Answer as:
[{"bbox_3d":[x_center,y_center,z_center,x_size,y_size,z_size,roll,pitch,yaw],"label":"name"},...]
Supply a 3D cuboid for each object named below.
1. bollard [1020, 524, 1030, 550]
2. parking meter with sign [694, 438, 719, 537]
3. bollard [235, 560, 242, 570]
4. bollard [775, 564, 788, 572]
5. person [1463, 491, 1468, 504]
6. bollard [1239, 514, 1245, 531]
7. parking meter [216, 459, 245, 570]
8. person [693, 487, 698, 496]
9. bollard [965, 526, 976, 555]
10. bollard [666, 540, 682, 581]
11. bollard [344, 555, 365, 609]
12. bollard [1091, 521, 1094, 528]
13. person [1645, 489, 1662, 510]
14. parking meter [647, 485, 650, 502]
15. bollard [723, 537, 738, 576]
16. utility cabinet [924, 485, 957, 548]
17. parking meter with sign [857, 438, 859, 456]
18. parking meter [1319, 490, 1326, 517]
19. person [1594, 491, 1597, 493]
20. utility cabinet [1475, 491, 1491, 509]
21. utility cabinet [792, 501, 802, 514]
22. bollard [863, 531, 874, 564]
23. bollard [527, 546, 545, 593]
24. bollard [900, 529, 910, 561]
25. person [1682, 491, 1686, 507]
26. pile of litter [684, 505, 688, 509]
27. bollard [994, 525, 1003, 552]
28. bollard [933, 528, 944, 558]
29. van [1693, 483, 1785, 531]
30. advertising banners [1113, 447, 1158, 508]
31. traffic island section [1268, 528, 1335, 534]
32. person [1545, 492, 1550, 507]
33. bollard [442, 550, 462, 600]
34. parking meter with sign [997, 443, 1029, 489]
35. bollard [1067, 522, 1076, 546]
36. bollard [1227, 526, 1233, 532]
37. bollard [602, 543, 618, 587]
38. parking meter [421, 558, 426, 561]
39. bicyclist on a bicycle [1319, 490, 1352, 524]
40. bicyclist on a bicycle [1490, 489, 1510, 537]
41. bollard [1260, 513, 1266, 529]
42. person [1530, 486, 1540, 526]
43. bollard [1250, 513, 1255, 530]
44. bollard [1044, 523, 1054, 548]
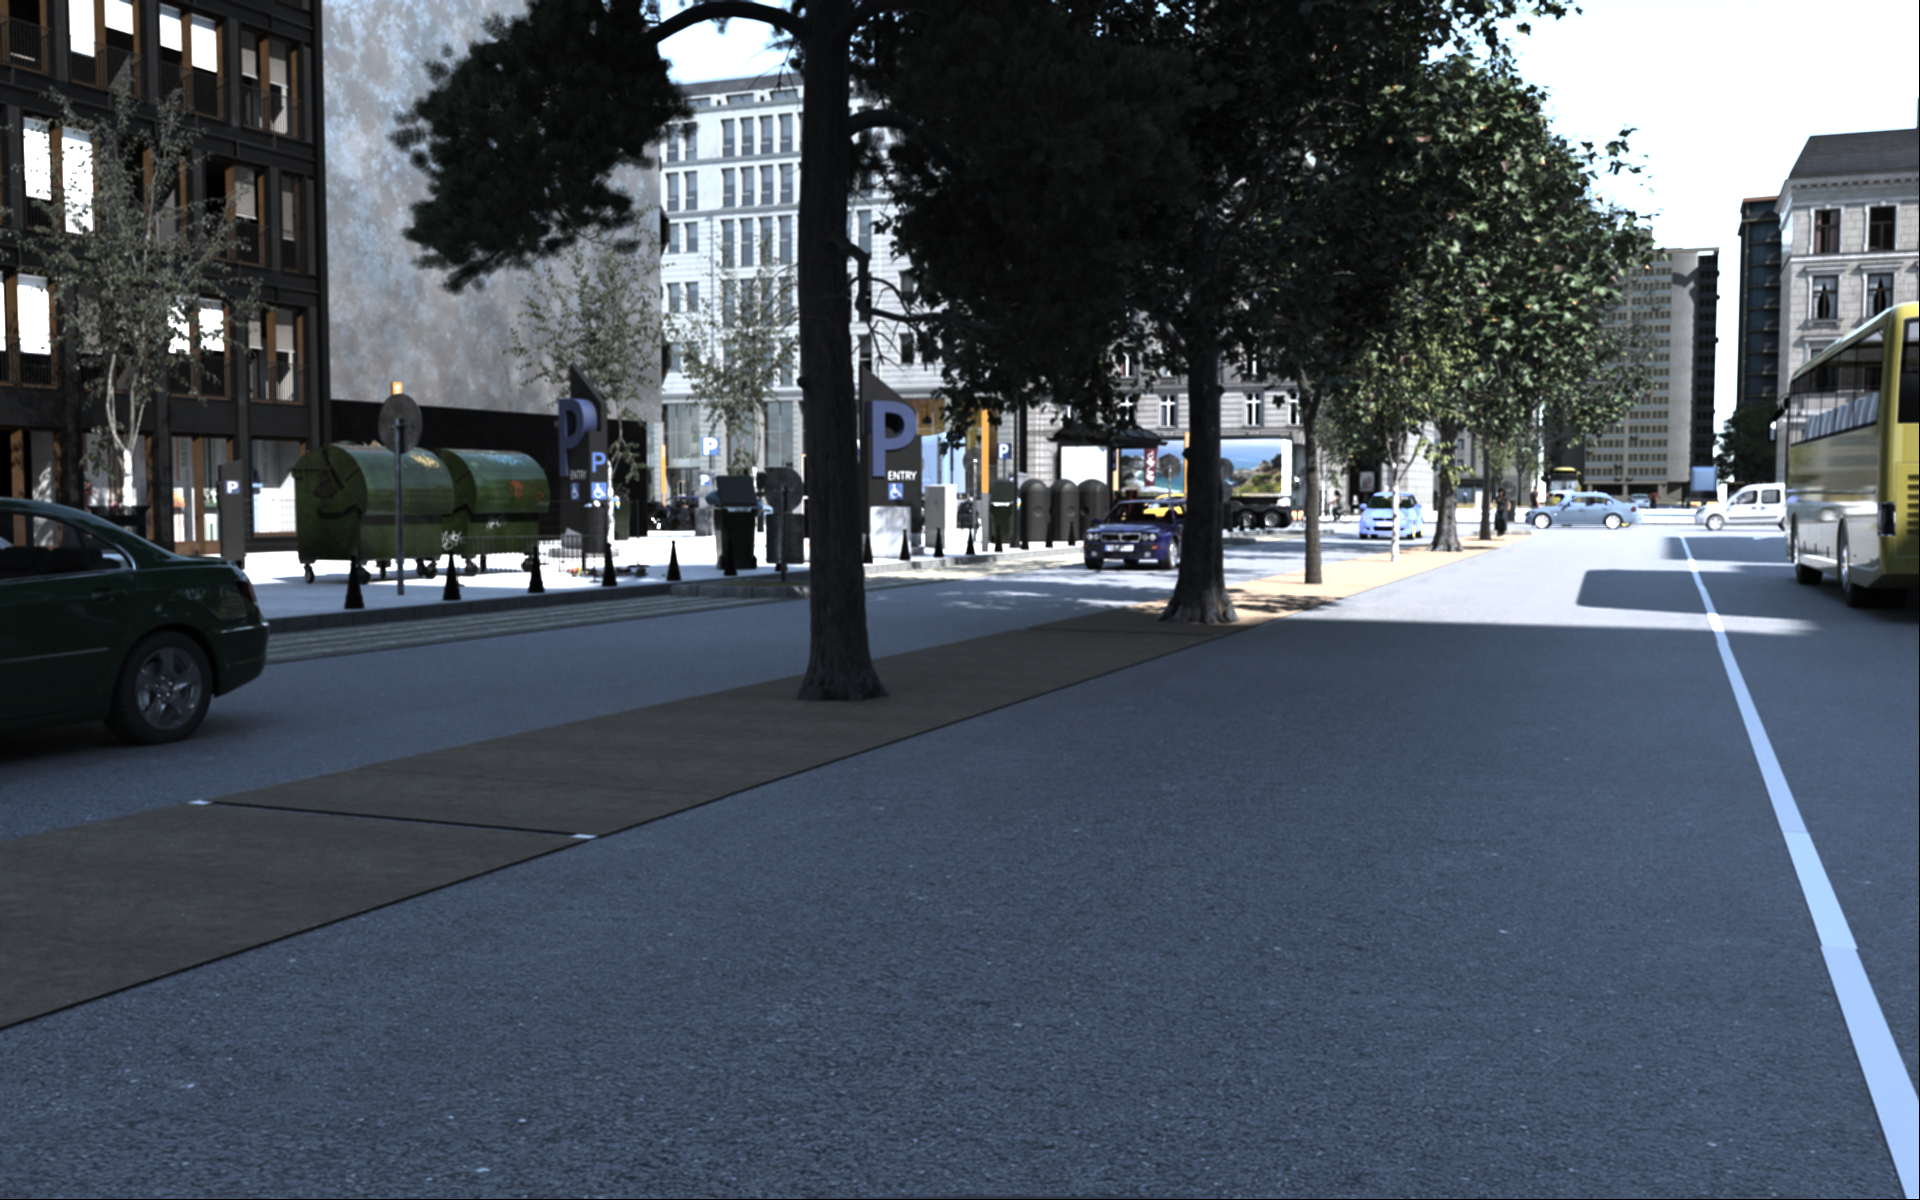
[{"bbox_3d":[1.493,-1.449,39.737,0.229,0.601,0.229,0,3,0],"label":"bollard"},{"bbox_3d":[-7.729,-3.451,52.689,0.543,3.016,1.738,0,4,2],"label":"parking meter with sign"},{"bbox_3d":[-7.425,-0.110,17.844,0.229,0.601,0.229,0,3,0],"label":"bollard"},{"bbox_3d":[-2.970,-0.779,28.777,0.229,0.601,0.229,0,3,0],"label":"bollard"},{"bbox_3d":[68.246,-13.780,233.676,0.599,1.838,0.709,-2,4,-26],"label":"person"},{"bbox_3d":[9.775,-2.693,60.073,0.229,0.601,0.229,0,3,0],"label":"bollard"},{"bbox_3d":[-12.302,-1.437,29.210,0.399,1.863,0.255,-2,4,-34],"label":"parking meter"},{"bbox_3d":[-12.485,-4.523,82.625,0.661,1.801,0.590,-1,4,-19],"label":"person"},{"bbox_3d":[0.220,-1.258,36.606,0.229,0.601,0.229,0,3,0],"label":"bollard"},{"bbox_3d":[-4.241,-0.588,25.655,0.229,0.601,0.229,0,3,0],"label":"bollard"},{"bbox_3d":[-6.792,-0.206,19.405,0.229,0.601,0.229,0,3,0],"label":"bollard"},{"bbox_3d":[3.398,-1.736,44.426,0.229,0.601,0.229,0,3,0],"label":"bollard"},{"bbox_3d":[59.675,-8.595,148.991,1.348,1.831,0.705,1,4,14],"label":"person"},{"bbox_3d":[-19.749,-6.323,109.090,0.399,1.863,0.255,2,4,24],"label":"parking meter"},{"bbox_3d":[-3.608,-0.683,27.216,0.229,0.601,0.229,0,3,0],"label":"bollard"},{"bbox_3d":[-0.474,-1.969,40.864,0.318,1.500,1.173,-2,4,-25],"label":"utility cabinet"},{"bbox_3d":[-3.275,-3.490,53.324,0.543,3.016,1.738,0,4,-1],"label":"parking meter with sign"},{"bbox_3d":[20.747,-5.545,99.064,0.372,1.533,0.369,0,3,0],"label":"parking meter"},{"bbox_3d":[58.527,-9.178,159.291,0.721,1.736,1.217,2,4,31],"label":"person"},{"bbox_3d":[43.787,-8.336,144.976,1.173,1.500,0.318,2,4,28],"label":"utility cabinet"},{"bbox_3d":[-3.461,-1.789,40.420,1.020,1.237,0.306,3,5,40],"label":"utility cabinet"},{"bbox_3d":[-1.698,-0.970,31.907,0.229,0.601,0.229,0,3,0],"label":"bollard"},{"bbox_3d":[-5.517,-0.397,22.533,0.229,0.601,0.229,0,3,0],"label":"bollard"},{"bbox_3d":[-1.062,-1.066,33.467,0.229,0.601,0.229,0,3,0],"label":"bollard"},{"bbox_3d":[78.993,-10.999,189.045,0.721,1.735,1.217,2,4,35],"label":"person"},{"bbox_3d":[-11.074,-3.331,68.431,1.176,0.858,1.719,-3,5,-43],"label":"pile of litter"},{"bbox_3d":[0.852,-1.353,38.167,0.229,0.601,0.229,0,3,0],"label":"bollard"},{"bbox_3d":[-0.430,-1.161,35.028,0.229,0.601,0.229,0,3,0],"label":"bollard"},{"bbox_3d":[30.814,-3.698,67.481,4.112,2.044,2.013,1,4,20],"label":"van"},{"bbox_3d":[6.226,-4.091,63.083,2.074,3.025,0.090,2,4,27],"label":"advertising banners"},{"bbox_3d":[12.470,-2.492,63.021,2.009,0.180,2.903,1,4,22],"label":"traffic island section"},{"bbox_3d":[51.074,-8.595,150.505,0.415,1.643,0.593,0,4,3],"label":"person"},{"bbox_3d":[-6.155,-0.301,20.965,0.229,0.601,0.229,0,3,0],"label":"bollard"},{"bbox_3d":[2.051,-3.892,59.888,0.543,3.016,1.738,3,5,40],"label":"parking meter with sign"},{"bbox_3d":[2.766,-1.640,42.861,0.229,0.601,0.229,0,3,0],"label":"bollard"},{"bbox_3d":[9.136,-2.598,58.512,0.229,0.601,0.229,0,3,0],"label":"bollard"},{"bbox_3d":[-4.881,-0.493,24.096,0.229,0.601,0.229,0,3,0],"label":"bollard"},{"bbox_3d":[-10.311,-1.535,33.515,0.372,1.533,0.369,0,3,0],"label":"parking meter"},{"bbox_3d":[18.106,-4.495,83.518,1.625,1.676,1.499,1,4,21],"label":"bicyclist on a bicycle"},{"bbox_3d":[18.049,-2.925,57.845,1.499,1.676,1.625,1,4,22],"label":"bicyclist on a bicycle"},{"bbox_3d":[11.052,-2.885,63.210,0.229,0.601,0.229,0,3,0],"label":"bollard"},{"bbox_3d":[25.586,-4.177,76.920,0.434,1.807,0.598,0,4,-2],"label":"person"},{"bbox_3d":[10.416,-2.789,61.647,0.229,0.601,0.229,0,3,0],"label":"bollard"},{"bbox_3d":[2.127,-1.545,41.298,0.229,0.601,0.229,0,3,0],"label":"bollard"}]
